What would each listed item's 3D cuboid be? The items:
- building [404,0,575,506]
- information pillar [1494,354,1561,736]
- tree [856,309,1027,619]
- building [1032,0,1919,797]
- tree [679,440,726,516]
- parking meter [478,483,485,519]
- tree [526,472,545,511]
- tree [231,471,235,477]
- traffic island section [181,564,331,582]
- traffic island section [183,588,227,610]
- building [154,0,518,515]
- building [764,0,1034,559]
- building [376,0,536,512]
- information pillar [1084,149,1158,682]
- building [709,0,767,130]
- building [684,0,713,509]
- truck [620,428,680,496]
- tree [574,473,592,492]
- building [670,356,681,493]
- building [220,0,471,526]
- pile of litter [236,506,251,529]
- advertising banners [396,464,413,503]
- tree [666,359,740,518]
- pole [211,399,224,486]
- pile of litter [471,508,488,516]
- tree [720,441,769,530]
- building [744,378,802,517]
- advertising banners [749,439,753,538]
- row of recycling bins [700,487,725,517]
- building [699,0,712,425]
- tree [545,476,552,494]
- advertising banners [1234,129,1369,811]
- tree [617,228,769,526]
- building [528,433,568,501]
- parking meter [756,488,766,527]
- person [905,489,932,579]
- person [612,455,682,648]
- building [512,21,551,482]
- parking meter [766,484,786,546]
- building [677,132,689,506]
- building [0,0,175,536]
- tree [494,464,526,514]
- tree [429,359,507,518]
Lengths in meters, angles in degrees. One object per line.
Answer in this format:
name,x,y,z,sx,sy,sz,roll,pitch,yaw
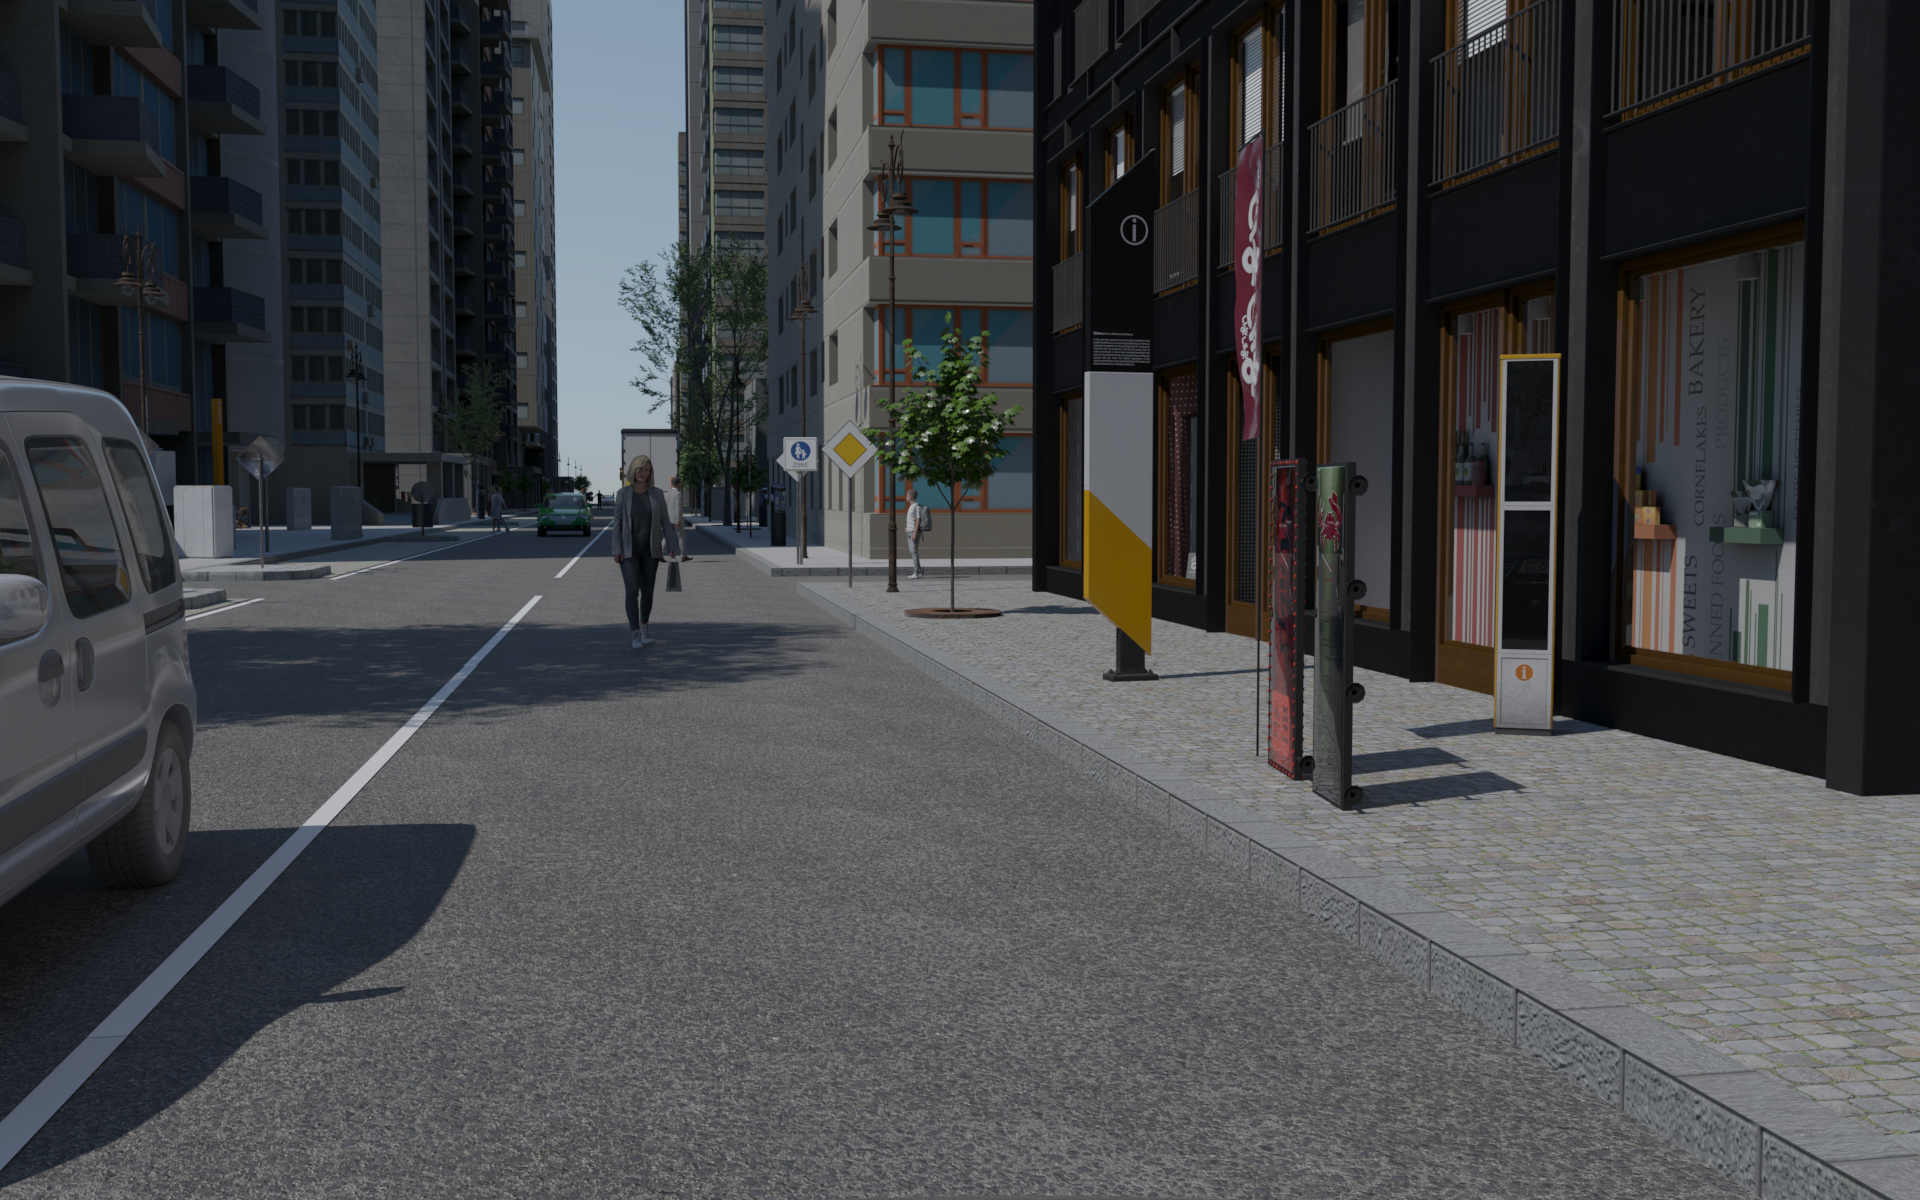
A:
building,-65.465,-49.300,244.311,20.563,71.187,20.611,-1,4,-10
information pillar,3.035,-0.293,9.277,0.304,2.012,0.304,1,4,18
tree,-0.078,-1.452,18.344,1.663,3.219,1.824,0,3,0
building,8.433,-11.365,15.501,12.332,23.373,15.834,-1,4,-10
tree,-15.018,-7.168,100.906,4.285,4.588,4.351,0,3,0
parking meter,-24.347,-5.039,88.105,0.255,1.863,0.399,-2,4,-33
tree,-32.981,-8.388,131.740,1.663,3.219,1.824,0,3,0
tree,-26.325,-4.060,60.983,1.663,3.219,1.824,0,3,0
traffic island section,-12.072,-0.467,29.921,2.009,0.180,2.903,-1,4,-10
traffic island section,-10.619,0.013,22.068,2.009,0.180,2.903,-1,4,-10
building,-46.715,-29.406,135.411,22.147,44.769,28.867,-1,4,-10
building,9.936,-12.504,49.483,28.899,21.520,27.650,-1,4,-10
building,-49.621,-44.093,159.179,20.563,71.187,20.611,-1,4,-10
information pillar,1.097,-1.251,11.814,0.504,3.616,0.183,-1,4,-18
building,-9.601,-26.409,115.376,14.154,41.232,14.086,-1,4,-10
building,-15.718,-38.198,166.538,21.231,58.520,28.212,-1,4,-10
truck,-14.244,-5.544,79.563,2.839,4.237,11.283,-1,4,-10
tree,-57.001,-16.952,260.873,4.285,4.588,4.351,0,3,0
building,-22.505,-23.083,222.449,27.650,21.520,28.899,-1,4,-10
building,-38.591,-23.378,74.107,32.217,40.220,23.993,-1,4,-10
pile of litter,-26.869,-3.077,64.279,1.176,0.858,1.719,0,4,-7
advertising banners,-31.832,-6.290,99.033,0.090,3.025,2.074,1,4,9
tree,-13.700,-8.657,91.907,4.737,8.622,4.395,0,3,0
pole,-15.913,-2.650,37.167,0.158,3.312,0.155,0,3,0
pile of litter,-28.540,-5.434,102.813,1.719,0.858,1.176,1,4,13
tree,-7.537,-4.142,62.322,1.663,3.219,1.824,0,3,0
building,0.540,-47.605,91.005,22.319,86.520,31.000,-1,4,-10
advertising banners,-6.136,-3.335,50.712,0.090,3.025,2.074,0,4,-6
row of recycling bins,-13.602,-5.470,96.548,1.069,1.692,3.534,-2,4,-24
building,-9.162,-31.722,138.261,23.786,49.044,30.456,-1,4,-10
tree,-42.604,-11.217,178.000,1.663,3.219,1.824,0,3,0
advertising banners,1.496,-0.714,7.856,0.090,3.025,2.074,0,4,-4
tree,-9.483,-8.779,69.298,9.928,11.665,9.643,0,3,0
building,-67.125,-32.436,222.208,32.217,40.220,23.993,-1,4,-10
parking meter,-7.671,-3.620,67.596,0.372,1.533,0.369,0,3,0
person,-0.760,-1.119,29.390,0.503,1.515,0.523,3,5,43
person,-2.945,-0.471,16.390,0.709,1.800,0.728,-1,4,-17
building,-61.336,-37.139,196.464,28.713,52.752,27.495,-1,4,-10
parking meter,-4.492,-2.105,42.834,0.372,1.533,0.369,0,3,0
building,-25.279,-31.555,199.522,14.154,41.232,14.086,-1,4,-10
building,-29.758,-23.610,40.650,22.147,44.769,28.867,-1,4,-10
tree,-29.840,-7.280,113.635,1.663,3.219,1.824,0,3,0
tree,-26.428,-8.800,94.245,4.737,8.622,4.395,0,3,0
